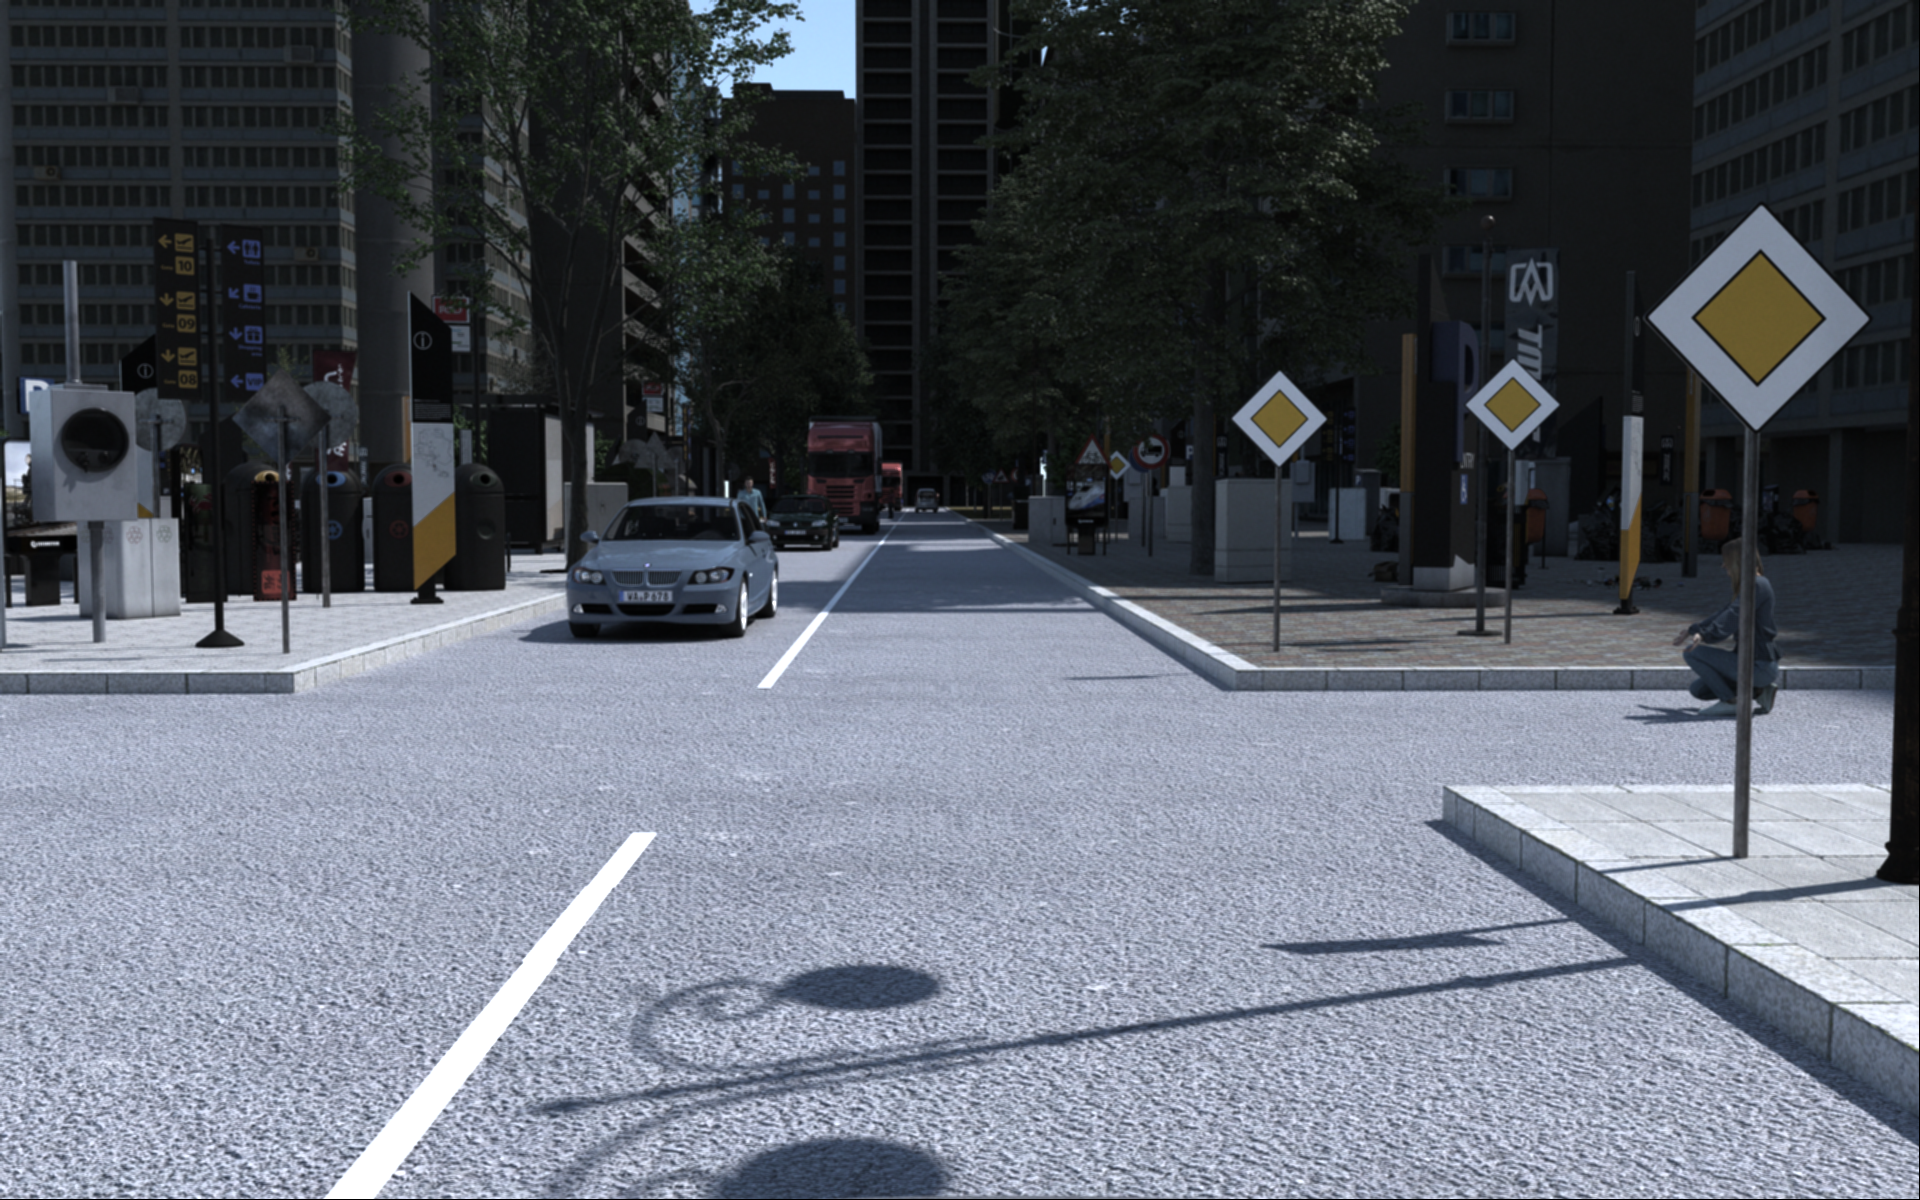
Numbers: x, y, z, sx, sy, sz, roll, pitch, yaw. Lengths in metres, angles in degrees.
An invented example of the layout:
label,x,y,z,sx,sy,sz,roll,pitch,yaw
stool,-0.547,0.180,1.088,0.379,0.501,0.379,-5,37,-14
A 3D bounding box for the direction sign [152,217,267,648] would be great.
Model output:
label,x,y,z,sx,sy,sz,roll,pitch,yaw
direction sign,-6.246,-1.377,14.511,0.876,3.537,0.379,-3,5,-40

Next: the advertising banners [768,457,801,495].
label,x,y,z,sx,sy,sz,roll,pitch,yaw
advertising banners,-8.433,-5.324,83.230,0.090,3.025,2.074,3,5,43

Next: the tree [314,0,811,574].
label,x,y,z,sx,sy,sz,roll,pitch,yaw
tree,-6.218,-6.237,27.738,9.928,11.665,9.643,0,3,0

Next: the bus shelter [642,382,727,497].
label,x,y,z,sx,sy,sz,roll,pitch,yaw
bus shelter,-10.136,-5.259,63.614,2.179,5.291,8.768,0,4,-1

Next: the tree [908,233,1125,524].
label,x,y,z,sx,sy,sz,roll,pitch,yaw
tree,2.627,-9.589,73.789,9.611,12.733,9.660,0,3,0

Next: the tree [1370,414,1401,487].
label,x,y,z,sx,sy,sz,roll,pitch,yaw
tree,16.878,-4.902,63.857,4.285,4.588,4.351,0,3,0

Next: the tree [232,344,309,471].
label,x,y,z,sx,sy,sz,roll,pitch,yaw
tree,-33.523,-8.214,84.660,4.737,8.622,4.395,0,3,0

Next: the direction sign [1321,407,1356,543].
label,x,y,z,sx,sy,sz,roll,pitch,yaw
direction sign,9.819,-3.244,45.031,0.876,3.537,0.379,0,4,7

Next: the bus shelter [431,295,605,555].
label,x,y,z,sx,sy,sz,roll,pitch,yaw
bus shelter,-9.629,-3.678,37.764,2.179,5.291,8.768,0,4,-1

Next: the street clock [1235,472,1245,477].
label,x,y,z,sx,sy,sz,roll,pitch,yaw
street clock,9.193,-3.203,56.946,0.358,2.002,0.471,-1,4,-8

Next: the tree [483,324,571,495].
label,x,y,z,sx,sy,sz,roll,pitch,yaw
tree,-18.974,-7.618,74.918,4.360,8.622,3.978,0,3,0

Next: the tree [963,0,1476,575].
label,x,y,z,sx,sy,sz,roll,pitch,yaw
tree,3.959,-6.647,26.800,7.486,12.596,7.792,0,3,0

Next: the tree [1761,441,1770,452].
label,x,y,z,sx,sy,sz,roll,pitch,yaw
tree,30.934,-7.009,64.961,4.737,8.622,4.395,0,3,0

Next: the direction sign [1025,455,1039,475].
label,x,y,z,sx,sy,sz,roll,pitch,yaw
direction sign,3.422,-5.552,82.764,0.876,3.537,0.379,-2,4,-32

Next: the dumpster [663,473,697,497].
label,x,y,z,sx,sy,sz,roll,pitch,yaw
dumpster,-7.932,-2.549,47.431,1.264,1.857,1.865,0,4,-1

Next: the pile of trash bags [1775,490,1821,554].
label,x,y,z,sx,sy,sz,roll,pitch,yaw
pile of trash bags,17.416,-1.694,37.453,3.447,1.369,1.912,-2,4,-32

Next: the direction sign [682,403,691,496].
label,x,y,z,sx,sy,sz,roll,pitch,yaw
direction sign,-6.860,-3.152,43.525,0.379,3.537,0.876,0,4,2

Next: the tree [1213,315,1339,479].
label,x,y,z,sx,sy,sz,roll,pitch,yaw
tree,13.071,-7.250,68.902,4.360,8.622,3.978,0,3,0

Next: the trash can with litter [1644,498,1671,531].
label,x,y,z,sx,sy,sz,roll,pitch,yaw
trash can with litter,17.995,-2.069,45.223,1.055,1.170,0.624,-1,4,-11

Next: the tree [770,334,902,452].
label,x,y,z,sx,sy,sz,roll,pitch,yaw
tree,-9.331,-13.280,127.496,12.009,13.543,11.850,0,3,0

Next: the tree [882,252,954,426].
label,x,y,z,sx,sy,sz,roll,pitch,yaw
tree,2.678,-8.551,57.932,7.486,12.596,7.792,0,3,0

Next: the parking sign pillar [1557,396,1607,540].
label,x,y,z,sx,sy,sz,roll,pitch,yaw
parking sign pillar,17.353,-3.664,48.372,1.447,3.967,1.447,-3,4,-38

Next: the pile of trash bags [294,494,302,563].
label,x,y,z,sx,sy,sz,roll,pitch,yaw
pile of trash bags,-13.173,-1.360,31.991,1.912,1.369,3.447,1,4,13

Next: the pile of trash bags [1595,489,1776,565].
label,x,y,z,sx,sy,sz,roll,pitch,yaw
pile of trash bags,13.231,-1.399,32.634,1.912,1.369,3.447,-1,4,-18

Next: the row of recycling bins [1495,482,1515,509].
label,x,y,z,sx,sy,sz,roll,pitch,yaw
row of recycling bins,19.379,-3.233,59.964,1.069,1.692,3.534,0,4,3

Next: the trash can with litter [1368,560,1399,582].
label,x,y,z,sx,sy,sz,roll,pitch,yaw
trash can with litter,6.469,-0.843,25.169,1.055,1.170,0.624,2,4,29

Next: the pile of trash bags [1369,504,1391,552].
label,x,y,z,sx,sy,sz,roll,pitch,yaw
pile of trash bags,10.964,-1.757,38.475,3.447,1.369,1.912,0,4,-6

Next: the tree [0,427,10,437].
label,x,y,z,sx,sy,sz,roll,pitch,yaw
tree,-40.359,-5.342,71.055,4.285,4.588,4.351,0,3,0

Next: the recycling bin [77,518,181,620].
label,x,y,z,sx,sy,sz,roll,pitch,yaw
recycling bin,-8.678,-0.339,18.091,0.722,1.027,0.722,2,4,29

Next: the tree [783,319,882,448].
label,x,y,z,sx,sy,sz,roll,pitch,yaw
tree,-8.485,-11.793,110.943,7.486,12.596,7.792,0,3,0

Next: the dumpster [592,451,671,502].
label,x,y,z,sx,sy,sz,roll,pitch,yaw
dumpster,-7.312,-2.207,38.571,1.502,2.255,1.985,0,4,-1

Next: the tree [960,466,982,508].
label,x,y,z,sx,sy,sz,roll,pitch,yaw
tree,0.836,-12.868,160.759,4.737,8.622,4.395,0,3,0

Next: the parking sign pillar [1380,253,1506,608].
label,x,y,z,sx,sy,sz,roll,pitch,yaw
parking sign pillar,5.630,-1.929,20.017,1.447,3.967,1.447,2,4,28

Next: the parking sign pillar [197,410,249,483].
label,x,y,z,sx,sy,sz,roll,pitch,yaw
parking sign pillar,-23.370,-4.051,54.709,1.447,3.967,1.447,-2,4,-29

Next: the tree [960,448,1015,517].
label,x,y,z,sx,sy,sz,roll,pitch,yaw
tree,1.512,-7.003,98.220,4.285,4.588,4.351,0,3,0

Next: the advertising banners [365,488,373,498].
label,x,y,z,sx,sy,sz,roll,pitch,yaw
advertising banners,-16.729,-3.188,48.318,2.074,3.025,0.090,0,4,2

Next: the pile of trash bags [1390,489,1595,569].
label,x,y,z,sx,sy,sz,roll,pitch,yaw
pile of trash bags,9.494,-1.308,31.137,1.912,1.369,3.447,-1,4,-14

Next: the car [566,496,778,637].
label,x,y,z,sx,sy,sz,roll,pitch,yaw
car,-3.017,-0.420,18.868,2.014,1.417,4.499,0,4,0

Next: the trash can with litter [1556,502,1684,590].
label,x,y,z,sx,sy,sz,roll,pitch,yaw
trash can with litter,9.237,-0.805,24.214,1.678,1.210,2.233,1,4,18

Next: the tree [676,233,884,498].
label,x,y,z,sx,sy,sz,roll,pitch,yaw
tree,-8.044,-9.750,76.413,9.611,12.733,9.660,0,3,0

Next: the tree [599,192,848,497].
label,x,y,z,sx,sy,sz,roll,pitch,yaw
tree,-7.123,-7.244,52.846,8.767,10.594,7.601,1,4,16

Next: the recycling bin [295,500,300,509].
label,x,y,z,sx,sy,sz,roll,pitch,yaw
recycling bin,-27.315,-3.662,72.424,0.722,1.027,0.722,0,4,2

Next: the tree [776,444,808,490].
label,x,y,z,sx,sy,sz,roll,pitch,yaw
tree,-8.817,-6.991,98.019,4.285,4.588,4.351,0,3,0

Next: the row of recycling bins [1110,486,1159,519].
label,x,y,z,sx,sy,sz,roll,pitch,yaw
row of recycling bins,8.572,-4.974,88.438,3.534,1.692,1.069,2,4,35

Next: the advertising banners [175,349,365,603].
label,x,y,z,sx,sy,sz,roll,pitch,yaw
advertising banners,-8.245,-1.498,20.679,2.074,3.025,0.090,-2,4,-29

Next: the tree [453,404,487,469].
label,x,y,z,sx,sy,sz,roll,pitch,yaw
tree,-17.822,-4.746,61.315,4.285,4.588,4.351,0,3,0

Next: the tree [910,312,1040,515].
label,x,y,z,sx,sy,sz,roll,pitch,yaw
tree,1.800,-12.272,107.294,9.857,13.997,8.962,0,3,0

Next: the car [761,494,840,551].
label,x,y,z,sx,sy,sz,roll,pitch,yaw
car,-4.097,-2.155,45.025,2.009,1.686,4.222,0,4,0

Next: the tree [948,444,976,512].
label,x,y,z,sx,sy,sz,roll,pitch,yaw
tree,0.929,-10.496,121.969,4.360,8.622,3.978,0,3,0

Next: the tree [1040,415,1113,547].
label,x,y,z,sx,sy,sz,roll,pitch,yaw
tree,2.731,-2.951,42.852,1.663,3.219,1.824,0,3,0

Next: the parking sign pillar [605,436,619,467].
label,x,y,z,sx,sy,sz,roll,pitch,yaw
parking sign pillar,-16.109,-5.666,81.104,1.447,3.967,1.447,-3,5,-40

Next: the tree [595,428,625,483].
label,x,y,z,sx,sy,sz,roll,pitch,yaw
tree,-18.104,-6.310,86.889,4.285,4.588,4.351,0,3,0
